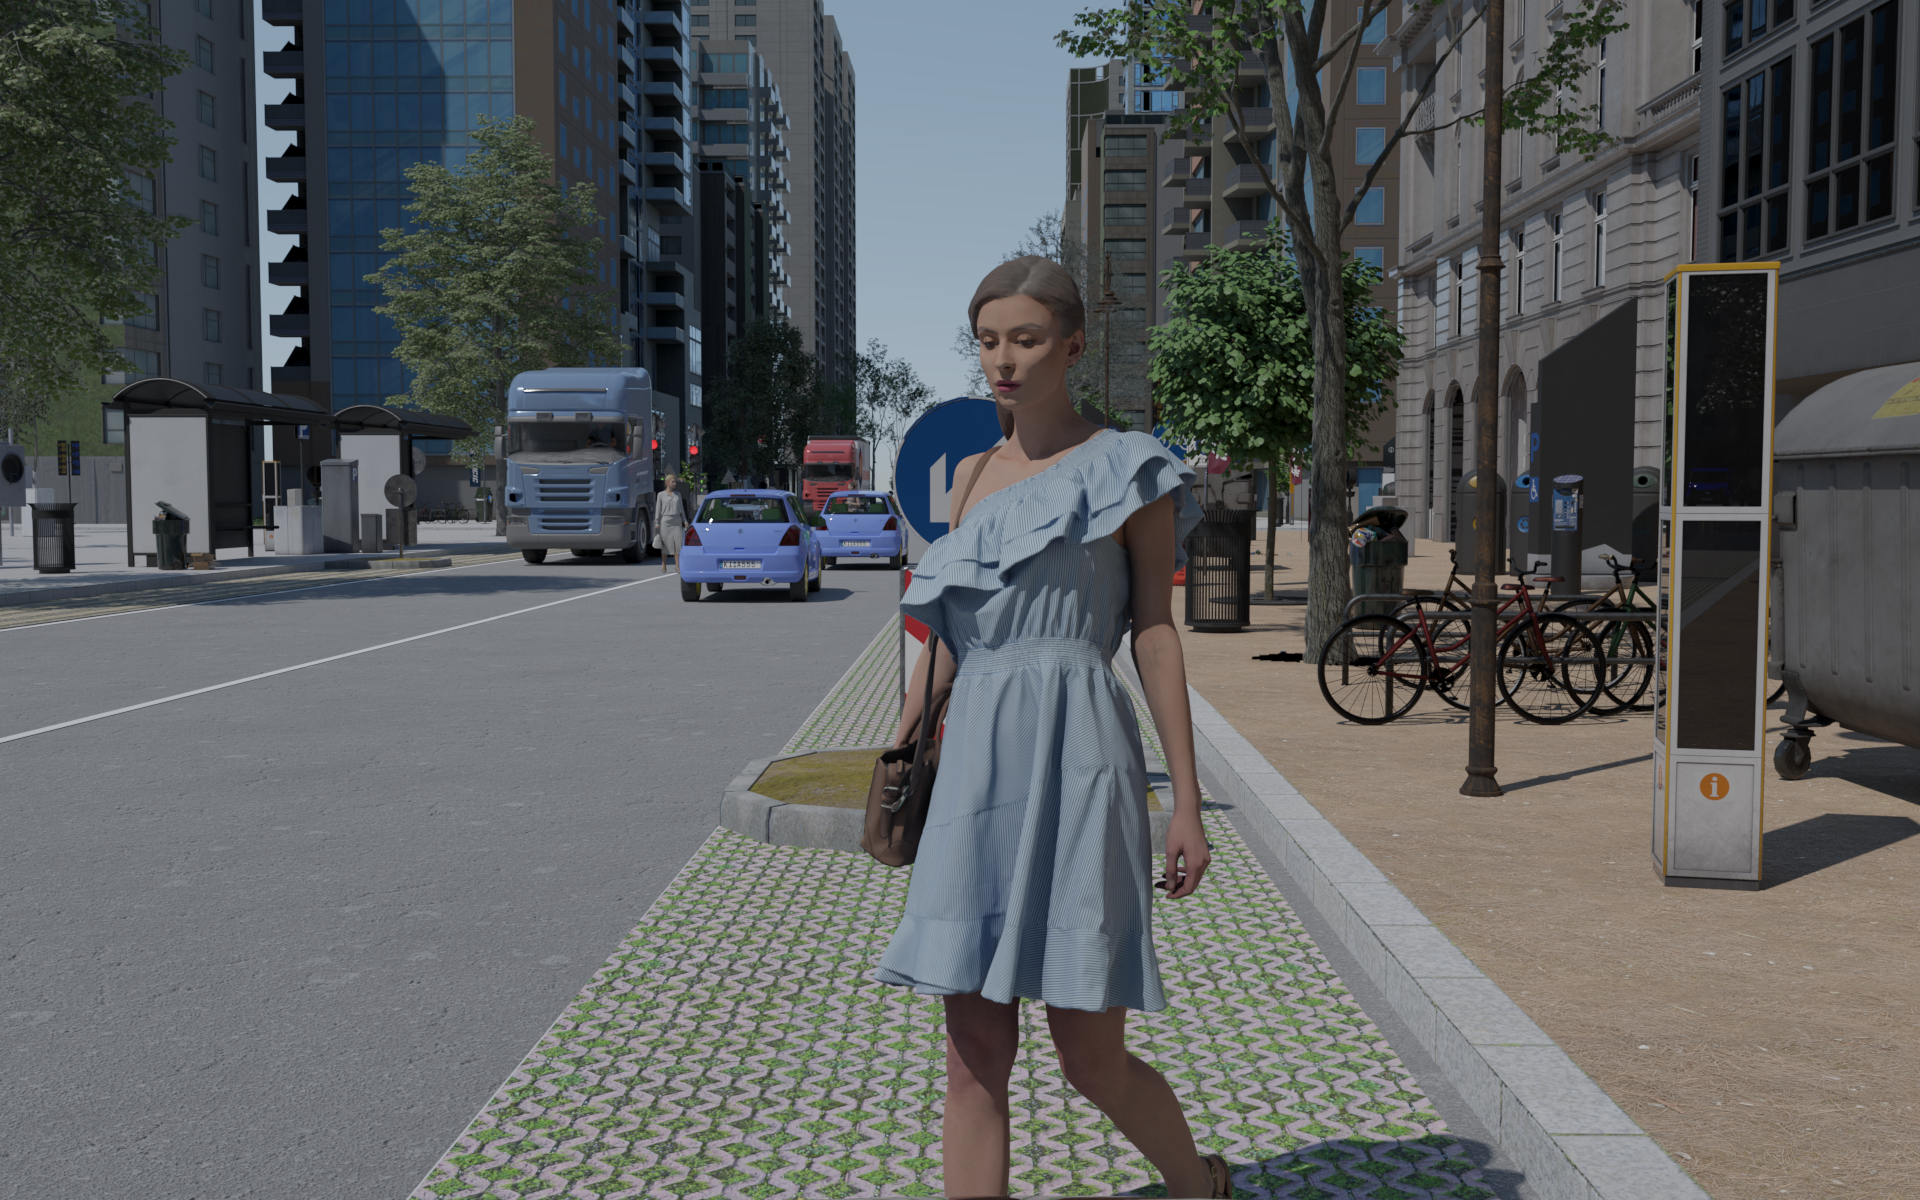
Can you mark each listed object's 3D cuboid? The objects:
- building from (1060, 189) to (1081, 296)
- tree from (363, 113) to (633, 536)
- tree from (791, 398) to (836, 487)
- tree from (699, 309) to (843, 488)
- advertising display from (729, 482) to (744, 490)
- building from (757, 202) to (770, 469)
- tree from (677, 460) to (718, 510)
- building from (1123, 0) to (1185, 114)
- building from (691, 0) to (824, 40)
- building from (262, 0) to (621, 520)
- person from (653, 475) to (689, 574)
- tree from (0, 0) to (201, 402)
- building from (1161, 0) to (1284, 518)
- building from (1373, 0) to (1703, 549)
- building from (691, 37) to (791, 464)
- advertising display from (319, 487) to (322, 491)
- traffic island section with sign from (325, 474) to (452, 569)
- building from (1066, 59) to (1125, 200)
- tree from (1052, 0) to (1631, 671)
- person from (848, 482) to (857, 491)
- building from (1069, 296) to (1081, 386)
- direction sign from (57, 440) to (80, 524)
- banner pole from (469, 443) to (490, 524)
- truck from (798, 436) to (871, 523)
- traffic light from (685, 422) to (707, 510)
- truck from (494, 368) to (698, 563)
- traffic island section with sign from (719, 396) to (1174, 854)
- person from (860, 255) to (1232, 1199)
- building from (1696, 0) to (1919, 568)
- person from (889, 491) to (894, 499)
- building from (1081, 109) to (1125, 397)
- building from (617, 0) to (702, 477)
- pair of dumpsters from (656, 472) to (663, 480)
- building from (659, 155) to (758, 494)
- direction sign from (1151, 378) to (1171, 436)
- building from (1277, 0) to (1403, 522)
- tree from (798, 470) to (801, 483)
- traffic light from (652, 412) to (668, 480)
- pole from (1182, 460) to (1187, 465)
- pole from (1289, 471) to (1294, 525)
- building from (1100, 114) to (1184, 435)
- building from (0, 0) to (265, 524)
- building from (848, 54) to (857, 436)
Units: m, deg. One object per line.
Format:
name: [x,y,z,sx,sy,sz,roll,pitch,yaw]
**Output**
building: [26.609,-39.509,269.671,21.300,48.544,21.600,0,4,1]
tree: [-13.746,-8.179,51.862,7.486,12.596,7.792,0,3,0]
tree: [-11.128,-10.878,128.212,4.737,8.622,4.395,0,3,0]
tree: [-11.763,-11.637,107.267,9.611,12.733,9.660,0,3,0]
advertising display: [-11.749,-5.254,91.112,0.123,1.923,0.974,3,4,36]
building: [-25.914,-24.027,164.535,14.160,30.474,14.107,0,4,1]
tree: [-12.976,-5.480,84.203,1.663,3.219,1.824,0,3,0]
building: [25.591,-52.953,178.448,22.319,86.520,31.000,0,4,1]
building: [-27.453,-49.295,244.227,20.563,71.187,20.611,0,4,1]
building: [-26.133,-26.889,89.745,14.600,45.320,14.200,0,4,1]
person: [-5.193,-1.370,31.254,0.694,1.780,0.624,-1,4,-13]
tree: [-13.689,-6.383,22.493,7.486,12.596,7.792,0,3,0]
building: [23.777,-27.480,103.919,22.147,44.769,28.867,0,4,1]
building: [18.420,-12.044,38.728,13.314,21.916,24.055,0,4,1]
building: [-30.286,-34.685,186.707,23.786,49.044,30.456,0,4,1]
advertising display: [-21.477,-3.299,59.151,0.123,1.923,0.974,2,4,34]
traffic island section with sign: [-11.060,-1.539,33.795,1.989,1.847,2.006,0,4,1]
building: [26.066,-52.099,290.062,20.563,71.187,20.611,0,4,1]
tree: [2.653,-5.329,12.886,9.928,11.665,9.643,0,3,0]
person: [-3.110,-2.457,49.015,0.374,1.781,0.599,-3,5,-40]
building: [22.648,-29.364,251.803,14.160,30.474,14.107,0,4,1]
direction sign: [-37.644,-4.968,73.223,0.379,3.537,0.876,3,5,43]
banner pole: [-20.609,-5.149,74.209,0.863,3.779,0.401,0,4,-1]
truck: [-6.049,-5.905,85.454,2.839,4.237,11.283,0,4,1]
traffic light: [-10.308,-4.809,67.550,0.839,4.253,0.868,0,4,1]
truck: [-7.625,-3.242,42.769,2.967,4.110,18.799,0,4,1]
traffic island section with sign: [-0.031,0.050,7.807,1.989,1.847,2.006,0,4,1]
person: [0.130,0.349,2.889,0.778,1.811,0.616,-3,5,-44]
building: [17.824,-13.520,14.565,14.314,27.812,24.014,0,4,1]
person: [-7.169,-10.491,180.709,0.721,1.739,1.217,-2,4,-25]
building: [21.393,-33.785,202.497,14.600,45.320,14.200,0,4,1]
building: [-29.875,-49.324,119.115,22.319,86.520,31.000,0,4,1]
pair of dumpsters: [-13.263,-4.432,74.959,1.574,2.255,4.437,0,4,1]
building: [-25.942,-23.165,150.451,14.160,30.474,14.107,0,4,1]
direction sign: [3.669,-2.384,30.972,0.379,3.537,0.876,3,5,40]
building: [22.860,-26.267,79.572,14.200,45.320,14.600,0,4,1]
tree: [-11.362,-9.478,138.673,4.285,4.588,4.351,0,3,0]
traffic light: [-10.475,-4.321,59.566,0.839,4.253,0.868,0,4,1]
pole: [7.048,-3.710,54.497,0.158,3.312,0.155,0,3,0]
pole: [13.665,-4.735,71.258,0.158,3.312,0.155,0,3,0]
building: [17.813,-22.220,134.994,14.160,30.474,14.107,0,4,1]
building: [-42.153,-24.238,79.886,14.086,41.232,14.154,0,4,1]
building: [-26.200,-50.552,264.777,20.563,71.187,20.611,0,4,1]
